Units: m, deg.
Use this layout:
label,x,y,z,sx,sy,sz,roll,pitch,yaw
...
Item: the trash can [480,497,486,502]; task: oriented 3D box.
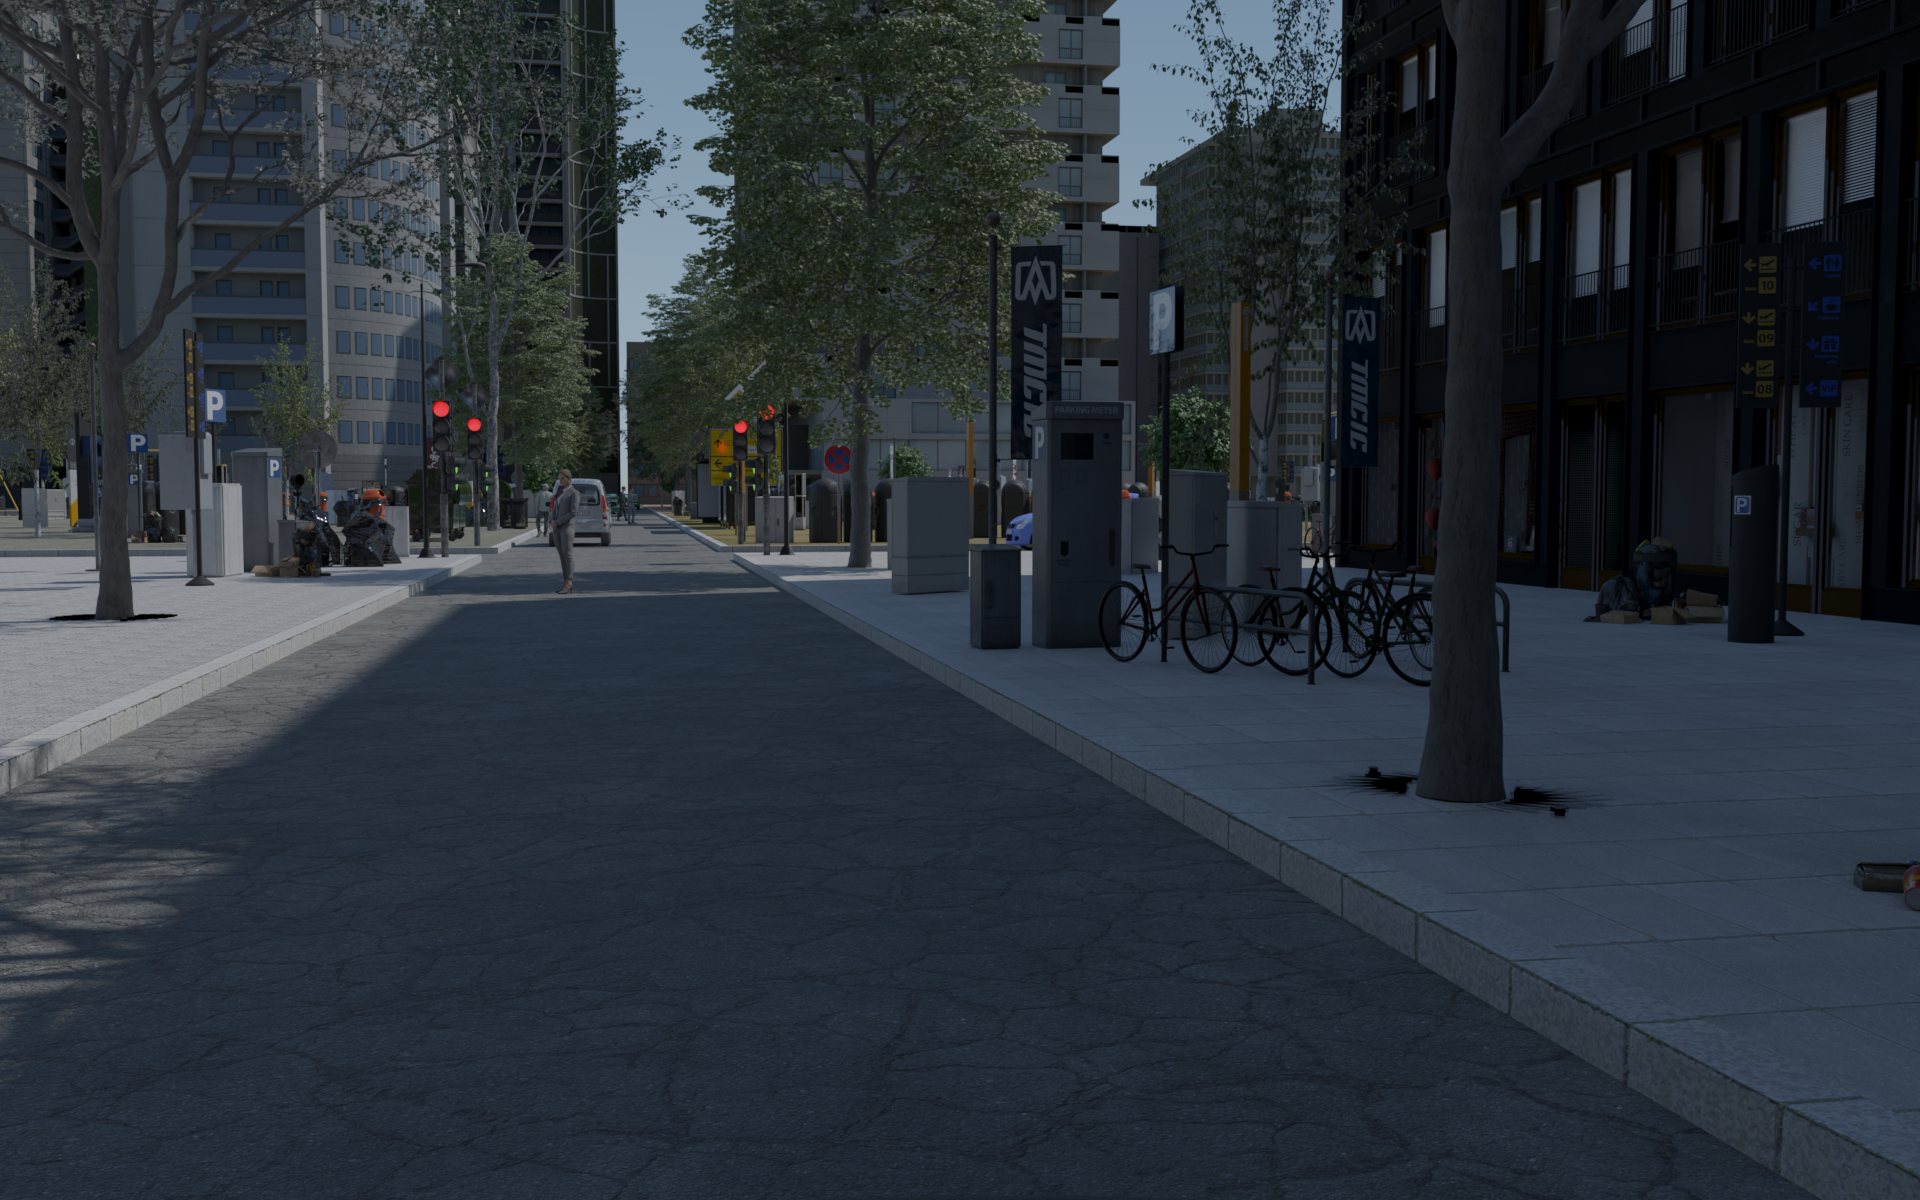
label,x,y,z,sx,sy,sz,roll,pitch,yaw
trash can,-21.652,-4.101,78.712,0.748,1.137,0.748,0,3,0

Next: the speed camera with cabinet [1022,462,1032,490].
label,x,y,z,sx,sy,sz,roll,pitch,yaw
speed camera with cabinet,4.619,-6.806,105.610,0.660,3.252,2.038,-2,4,-34

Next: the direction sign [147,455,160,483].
label,x,y,z,sx,sy,sz,roll,pitch,yaw
direction sign,-47.106,-6.695,101.453,0.876,3.537,0.379,0,4,-4

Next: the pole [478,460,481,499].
label,x,y,z,sx,sy,sz,roll,pitch,yaw
pole,-26.388,-6.183,94.929,0.158,3.312,0.155,0,3,0

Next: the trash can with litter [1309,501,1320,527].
label,x,y,z,sx,sy,sz,roll,pitch,yaw
trash can with litter,13.674,-3.287,65.130,1.055,1.170,0.624,0,4,7

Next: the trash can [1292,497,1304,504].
label,x,y,z,sx,sy,sz,roll,pitch,yaw
trash can,19.036,-5.252,97.529,0.748,1.137,0.748,0,3,0

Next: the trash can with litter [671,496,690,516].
label,x,y,z,sx,sy,sz,roll,pitch,yaw
trash can with litter,-16.220,-5.470,100.818,1.055,1.170,0.624,-2,4,-30

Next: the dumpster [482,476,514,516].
label,x,y,z,sx,sy,sz,roll,pitch,yaw
dumpster,-22.629,-5.019,84.550,1.502,2.255,1.985,-1,4,-11

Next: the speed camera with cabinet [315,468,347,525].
label,x,y,z,sx,sy,sz,roll,pitch,yaw
speed camera with cabinet,-26.567,-4.822,73.169,0.660,3.252,2.038,-3,5,-43

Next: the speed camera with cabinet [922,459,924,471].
label,x,y,z,sx,sy,sz,roll,pitch,yaw
speed camera with cabinet,-2.796,-6.354,98.228,2.038,3.252,0.660,2,4,26

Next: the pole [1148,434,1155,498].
label,x,y,z,sx,sy,sz,roll,pitch,yaw
pole,5.965,-3.681,54.033,0.158,3.312,0.155,0,3,0

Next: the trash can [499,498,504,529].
label,x,y,z,sx,sy,sz,roll,pitch,yaw
trash can,-16.820,-3.226,64.403,0.748,1.137,0.748,0,3,0

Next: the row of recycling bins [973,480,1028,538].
label,x,y,z,sx,sy,sz,roll,pitch,yaw
row of recycling bins,1.194,-2.692,51.123,3.534,1.692,1.069,0,4,4

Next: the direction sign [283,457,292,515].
label,x,y,z,sx,sy,sz,roll,pitch,yaw
direction sign,-40.968,-6.946,105.557,0.379,3.537,0.876,1,4,8

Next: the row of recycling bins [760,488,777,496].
label,x,y,z,sx,sy,sz,roll,pitch,yaw
row of recycling bins,-10.888,-6.133,107.383,3.534,1.692,1.069,1,4,19

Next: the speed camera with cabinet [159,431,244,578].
label,x,y,z,sx,sy,sz,roll,pitch,yaw
speed camera with cabinet,-11.571,-1.962,26.413,0.660,3.252,2.038,0,4,-5

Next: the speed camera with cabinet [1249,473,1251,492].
label,x,y,z,sx,sy,sz,roll,pitch,yaw
speed camera with cabinet,11.743,-4.737,71.781,0.660,3.252,2.038,1,4,9

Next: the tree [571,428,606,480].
label,x,y,z,sx,sy,sz,roll,pitch,yaw
tree,-39.350,-14.085,180.651,4.360,8.622,3.978,0,3,0

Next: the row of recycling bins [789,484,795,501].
label,x,y,z,sx,sy,sz,roll,pitch,yaw
row of recycling bins,-5.528,-3.889,70.692,3.534,1.692,1.069,2,4,28

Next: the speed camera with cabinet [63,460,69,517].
label,x,y,z,sx,sy,sz,roll,pitch,yaw
speed camera with cabinet,-50.965,-6.363,98.373,0.660,3.252,2.038,1,4,10

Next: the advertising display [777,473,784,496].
label,x,y,z,sx,sy,sz,roll,pitch,yaw
advertising display,-5.451,-2.937,53.230,0.123,1.923,0.974,-1,4,-18

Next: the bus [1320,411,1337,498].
label,x,y,z,sx,sy,sz,roll,pitch,yaw
bus,15.481,-3.232,44.385,12.252,3.916,2.896,-1,4,-9

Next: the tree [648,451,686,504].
label,x,y,z,sx,sy,sz,roll,pitch,yaw
tree,-29.728,-13.680,174.025,4.360,8.622,3.978,0,3,0

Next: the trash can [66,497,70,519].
label,x,y,z,sx,sy,sz,roll,pitch,yaw
trash can,-46.635,-4.802,90.169,0.748,1.137,0.748,0,3,0

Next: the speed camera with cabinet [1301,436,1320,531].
label,x,y,z,sx,sy,sz,roll,pitch,yaw
speed camera with cabinet,12.633,-3.955,58.998,2.038,3.252,0.660,3,5,43

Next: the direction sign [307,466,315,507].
label,x,y,z,sx,sy,sz,roll,pitch,yaw
direction sign,-31.424,-5.631,84.070,0.379,3.537,0.876,1,4,10

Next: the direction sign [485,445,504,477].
label,x,y,z,sx,sy,sz,roll,pitch,yaw
direction sign,-21.614,-5.414,80.520,0.876,3.537,0.379,0,4,6

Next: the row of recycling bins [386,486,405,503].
label,x,y,z,sx,sy,sz,roll,pitch,yaw
row of recycling bins,-29.240,-5.054,89.740,1.069,1.692,3.534,-1,4,-19

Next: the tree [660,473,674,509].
label,x,y,z,sx,sy,sz,roll,pitch,yaw
tree,-24.535,-9.365,147.715,1.663,3.219,1.824,0,3,0

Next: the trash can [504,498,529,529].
label,x,y,z,sx,sy,sz,roll,pitch,yaw
trash can,-16.117,-3.162,63.345,0.748,1.137,0.748,0,3,0

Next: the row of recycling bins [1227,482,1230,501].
label,x,y,z,sx,sy,sz,roll,pitch,yaw
row of recycling bins,8.980,-3.400,62.698,1.069,1.692,3.534,-2,4,-25

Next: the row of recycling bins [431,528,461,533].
label,x,y,z,sx,sy,sz,roll,pitch,yaw
row of recycling bins,-17.245,-3.119,58.111,1.069,1.692,3.534,-1,4,-18

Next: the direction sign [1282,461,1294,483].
label,x,y,z,sx,sy,sz,roll,pitch,yaw
direction sign,22.517,-7.766,118.977,0.876,3.537,0.379,-1,4,-12

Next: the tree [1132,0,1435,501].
label,x,y,z,sx,sy,sz,roll,pitch,yaw
tree,4.157,-4.460,23.290,4.360,8.622,3.978,0,3,0

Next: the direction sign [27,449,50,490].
label,x,y,z,sx,sy,sz,roll,pitch,yaw
direction sign,-46.224,-5.800,86.825,0.876,3.537,0.379,-2,4,-29

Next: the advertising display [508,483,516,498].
label,x,y,z,sx,sy,sz,roll,pitch,yaw
advertising display,-25.716,-5.795,99.965,0.974,1.923,0.123,-2,4,-33

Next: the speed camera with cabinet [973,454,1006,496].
label,x,y,z,sx,sy,sz,roll,pitch,yaw
speed camera with cabinet,1.252,-5.613,86.104,2.038,3.252,0.660,2,4,28

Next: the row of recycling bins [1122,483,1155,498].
label,x,y,z,sx,sy,sz,roll,pitch,yaw
row of recycling bins,5.852,-3.440,63.351,1.069,1.692,3.534,-1,4,-22

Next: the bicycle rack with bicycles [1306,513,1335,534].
label,x,y,z,sx,sy,sz,roll,pitch,yaw
bicycle rack with bicycles,8.425,-1.265,34.068,2.852,0.926,2.925,-1,4,-14

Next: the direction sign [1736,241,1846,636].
label,x,y,z,sx,sy,sz,roll,pitch,yaw
direction sign,7.492,-1.449,15.685,0.876,3.537,0.379,1,4,12

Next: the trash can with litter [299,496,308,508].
label,x,y,z,sx,sy,sz,roll,pitch,yaw
trash can with litter,-34.305,-4.868,90.984,1.055,1.170,0.624,1,4,9

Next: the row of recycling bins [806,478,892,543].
label,x,y,z,sx,sy,sz,roll,pitch,yaw
row of recycling bins,-2.287,-2.391,46.207,3.534,1.692,1.069,-2,4,-24

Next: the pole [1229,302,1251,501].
label,x,y,z,sx,sy,sz,roll,pitch,yaw
pole,3.000,-1.513,18.574,0.158,3.312,0.155,0,3,0

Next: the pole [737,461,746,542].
label,x,y,z,sx,sy,sz,roll,pitch,yaw
pole,-5.843,-3.207,46.277,0.158,3.312,0.155,0,3,0

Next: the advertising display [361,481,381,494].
label,x,y,z,sx,sy,sz,roll,pitch,yaw
advertising display,-28.452,-4.802,83.734,0.123,1.923,0.974,3,5,40

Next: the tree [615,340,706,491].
label,x,y,z,sx,sy,sz,roll,pitch,yaw
tree,-22.263,-14.046,136.306,9.857,13.997,8.962,0,3,0

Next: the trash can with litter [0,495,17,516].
label,x,y,z,sx,sy,sz,roll,pitch,yaw
trash can with litter,-55.868,-5.543,101.691,1.678,1.210,2.233,3,4,37

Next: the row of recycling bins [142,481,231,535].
label,x,y,z,sx,sy,sz,roll,pitch,yaw
row of recycling bins,-24.643,-2.889,54.352,1.069,1.692,3.534,1,4,19

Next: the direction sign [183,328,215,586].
label,x,y,z,sx,sy,sz,roll,pitch,yaw
direction sign,-10.661,-1.969,24.189,0.379,3.537,0.876,-1,4,-9

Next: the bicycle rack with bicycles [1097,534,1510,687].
label,x,y,z,sx,sy,sz,roll,pitch,yaw
bicycle rack with bicycles,2.701,0.046,12.631,2.852,0.926,2.925,-2,4,-26

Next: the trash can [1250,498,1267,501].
label,x,y,z,sx,sy,sz,roll,pitch,yaw
trash can,9.847,-2.817,57.715,0.748,1.137,0.748,0,3,0

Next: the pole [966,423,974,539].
label,x,y,z,sx,sy,sz,roll,pitch,yaw
pole,0.280,-3.402,49.458,0.158,3.312,0.155,0,3,0

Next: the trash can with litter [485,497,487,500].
label,x,y,z,sx,sy,sz,roll,pitch,yaw
trash can with litter,-19.808,-3.795,73.436,0.624,1.170,1.055,-1,4,-23

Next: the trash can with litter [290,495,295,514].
label,x,y,z,sx,sy,sz,roll,pitch,yaw
trash can with litter,-42.504,-6.139,111.426,2.233,1.210,1.678,1,4,18

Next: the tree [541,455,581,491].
label,x,y,z,sx,sy,sz,roll,pitch,yaw
tree,-30.798,-9.117,132.771,4.285,4.588,4.351,0,3,0

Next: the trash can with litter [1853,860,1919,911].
label,x,y,z,sx,sy,sz,roll,pitch,yaw
trash can with litter,3.793,0.343,5.451,2.233,1.210,1.678,-1,4,-12

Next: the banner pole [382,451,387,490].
label,x,y,z,sx,sy,sz,roll,pitch,yaw
banner pole,-33.716,-6.825,101.601,0.401,3.779,0.863,0,4,-3
